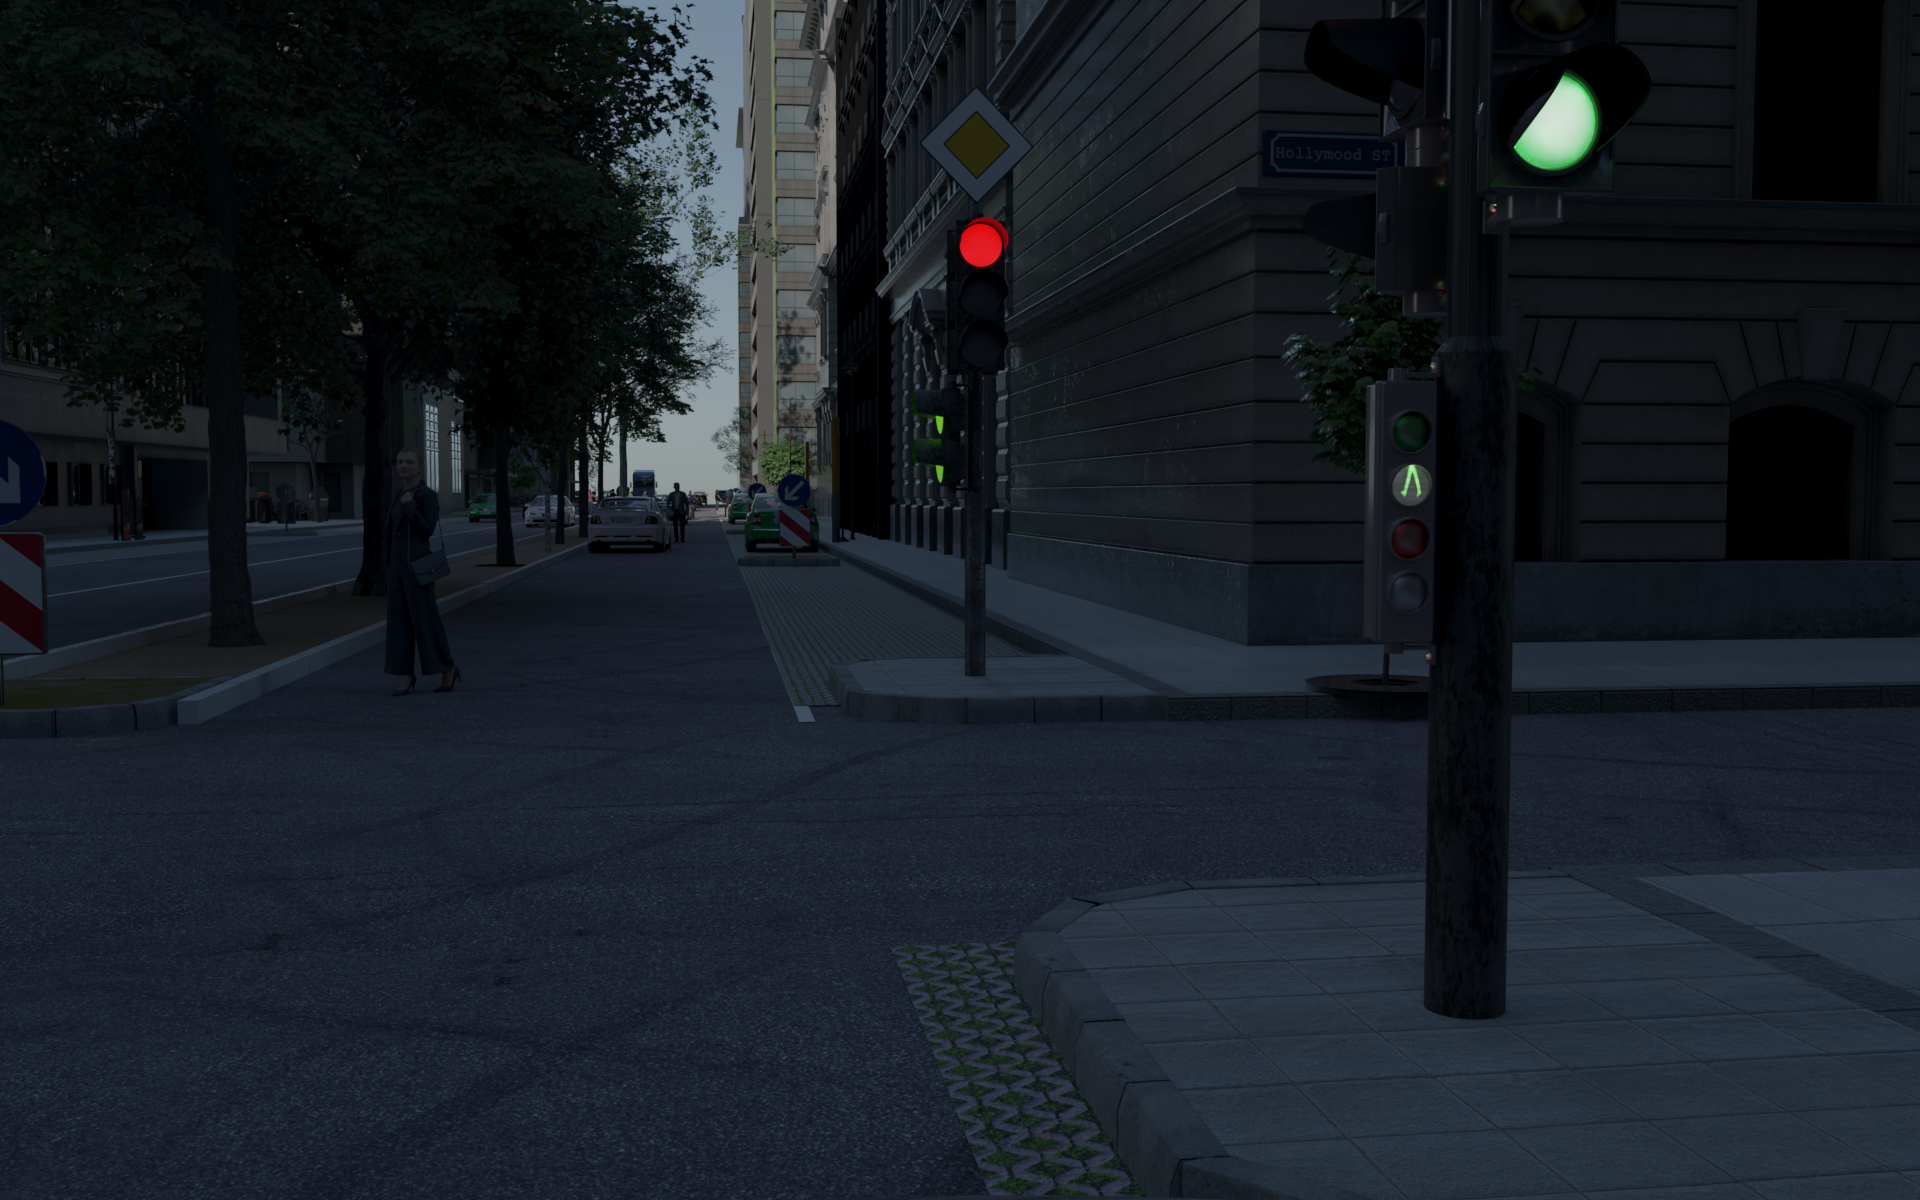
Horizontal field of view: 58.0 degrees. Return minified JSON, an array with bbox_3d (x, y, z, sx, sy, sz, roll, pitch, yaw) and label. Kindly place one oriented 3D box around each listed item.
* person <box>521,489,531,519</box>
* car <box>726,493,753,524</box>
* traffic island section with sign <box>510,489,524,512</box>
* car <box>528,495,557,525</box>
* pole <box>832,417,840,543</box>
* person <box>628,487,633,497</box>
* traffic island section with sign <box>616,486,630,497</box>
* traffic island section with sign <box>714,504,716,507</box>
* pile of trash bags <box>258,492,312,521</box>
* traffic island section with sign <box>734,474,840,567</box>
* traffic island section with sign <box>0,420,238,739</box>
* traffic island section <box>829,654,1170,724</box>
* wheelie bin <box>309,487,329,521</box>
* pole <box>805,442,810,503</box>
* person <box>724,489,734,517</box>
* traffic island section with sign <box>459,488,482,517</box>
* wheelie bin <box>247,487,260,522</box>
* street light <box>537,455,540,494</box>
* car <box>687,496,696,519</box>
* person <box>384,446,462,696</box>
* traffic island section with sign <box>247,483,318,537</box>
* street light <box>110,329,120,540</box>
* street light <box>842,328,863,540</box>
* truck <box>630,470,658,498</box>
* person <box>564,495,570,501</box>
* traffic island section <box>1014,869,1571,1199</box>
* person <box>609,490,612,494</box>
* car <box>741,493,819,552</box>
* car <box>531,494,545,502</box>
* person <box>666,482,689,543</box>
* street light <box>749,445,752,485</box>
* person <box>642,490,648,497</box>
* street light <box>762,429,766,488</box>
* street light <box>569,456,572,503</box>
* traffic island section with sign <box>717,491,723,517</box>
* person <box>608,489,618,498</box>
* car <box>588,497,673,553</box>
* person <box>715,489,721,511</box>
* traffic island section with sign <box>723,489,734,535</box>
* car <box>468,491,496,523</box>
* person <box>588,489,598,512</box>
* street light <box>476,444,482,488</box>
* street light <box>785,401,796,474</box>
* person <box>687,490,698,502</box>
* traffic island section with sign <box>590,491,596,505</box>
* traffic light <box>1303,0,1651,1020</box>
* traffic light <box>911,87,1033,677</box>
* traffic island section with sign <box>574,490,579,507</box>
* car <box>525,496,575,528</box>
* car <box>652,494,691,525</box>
[{"bbox_3d":[-25.281,-5.624,100.998,0.990,1.755,0.434,3,5,40],"label":"person"},{"bbox_3d":[-10.186,-4.538,83.000,1.959,1.807,4.718,-1,4,-10],"label":"car"},{"bbox_3d":[-34.005,-7.721,134.873,1.989,1.847,2.006,-1,4,-8],"label":"traffic island section with sign"},{"bbox_3d":[-19.593,-4.332,82.827,2.014,1.417,4.499,-1,4,-10],"label":"car"},{"bbox_3d":[-3.272,-3.171,45.687,0.158,3.312,0.155,0,3,0],"label":"pole"},{"bbox_3d":[-17.823,-5.158,92.849,1.348,1.823,0.705,3,5,41],"label":"person"},{"bbox_3d":[-16.665,-4.726,85.406,2.006,1.907,1.989,-1,4,-8],"label":"traffic island section with sign"},{"bbox_3d":[-18.292,-7.879,137.448,1.989,1.847,2.006,-1,4,-8],"label":"traffic island section with sign"},{"bbox_3d":[-32.276,-4.426,82.115,1.912,1.369,3.447,1,4,9],"label":"pile of trash bags"},{"bbox_3d":[-3.478,-1.605,34.868,1.989,1.847,2.006,-1,4,-8],"label":"traffic island section with sign"},{"bbox_3d":[-5.916,-0.177,11.038,2.006,1.907,1.989,-1,4,-8],"label":"traffic island section with sign"},{"bbox_3d":[0.130,0.614,12.250,2.009,0.180,2.903,-1,4,-8],"label":"traffic island section"},{"bbox_3d":[-30.083,-4.482,81.187,0.693,1.594,0.980,1,4,21],"label":"wheelie bin"},{"bbox_3d":[-5.931,-4.491,67.277,0.158,3.312,0.155,0,3,0],"label":"pole"},{"bbox_3d":[-14.299,-5.998,107.010,0.683,1.767,0.568,-1,4,-15],"label":"person"},{"bbox_3d":[-30.129,-6.081,108.050,1.989,1.847,2.006,-1,4,-8],"label":"traffic island section with sign"},{"bbox_3d":[-32.181,-4.319,78.521,0.980,1.594,0.693,0,4,-3],"label":"wheelie bin"},{"bbox_3d":[-40.769,-11.930,167.835,0.468,5.910,1.993,-1,4,-8],"label":"street light"},{"bbox_3d":[-16.516,-5.459,101.839,1.945,1.354,3.894,0,4,-7],"label":"car"},{"bbox_3d":[-3.913,-0.216,12.448,0.576,1.772,0.534,1,4,16],"label":"person"},{"bbox_3d":[-23.044,-3.084,59.048,1.989,1.847,2.006,-1,4,-8],"label":"traffic island section with sign"},{"bbox_3d":[-23.480,-4.601,48.012,0.468,5.910,1.993,-1,4,-8],"label":"street light"},{"bbox_3d":[-3.010,-4.624,48.396,0.468,5.910,1.993,-1,4,-8],"label":"street light"},{"bbox_3d":[-35.787,-12.708,197.532,2.967,4.110,18.799,-1,4,-8],"label":"truck"},{"bbox_3d":[-30.462,-7.569,132.330,0.705,1.814,1.350,3,5,44],"label":"person"},{"bbox_3d":[1.271,1.097,4.346,2.009,0.180,2.903,-1,4,-8],"label":"traffic island section"},{"bbox_3d":[-31.450,-9.017,155.920,0.705,1.826,1.348,-1,4,-20],"label":"person"},{"bbox_3d":[-4.552,-2.145,43.865,1.959,1.807,4.718,0,4,-8],"label":"car"},{"bbox_3d":[-35.414,-8.343,146.195,2.009,1.686,4.222,-1,4,-8],"label":"car"},{"bbox_3d":[-8.252,-2.557,50.699,0.661,1.777,0.834,-1,4,-14],"label":"person"},{"bbox_3d":[-19.535,-11.559,161.771,0.468,5.910,1.993,-1,4,-8],"label":"street light"},{"bbox_3d":[-21.555,-6.675,118.552,0.530,1.710,0.541,-1,4,-17],"label":"person"},{"bbox_3d":[-13.974,-9.252,124.057,0.468,5.910,1.993,-1,4,-8],"label":"street light"},{"bbox_3d":[-46.299,-14.259,205.928,0.468,5.910,1.993,-1,4,-8],"label":"street light"},{"bbox_3d":[-14.375,-6.223,110.378,1.989,1.847,2.006,-1,4,-8],"label":"traffic island section with sign"},{"bbox_3d":[-28.353,-8.158,141.519,0.705,1.869,1.348,3,5,39],"label":"person"},{"bbox_3d":[-8.339,-1.927,43.873,2.083,1.381,4.827,0,4,-6],"label":"car"},{"bbox_3d":[-20.405,-8.395,145.769,0.705,1.822,1.348,-2,4,-29],"label":"person"},{"bbox_3d":[-7.326,-3.237,61.549,1.989,1.847,2.006,-1,4,-8],"label":"traffic island section with sign"},{"bbox_3d":[-23.993,-4.865,88.331,1.959,1.807,4.718,-1,4,-10],"label":"car"},{"bbox_3d":[-24.668,-6.507,115.616,1.217,1.743,0.721,0,4,-1],"label":"person"},{"bbox_3d":[-34.406,-9.231,123.720,0.468,5.910,1.993,-1,4,-8],"label":"street light"},{"bbox_3d":[-8.426,-6.932,86.130,0.468,5.910,1.993,-1,4,-8],"label":"street light"},{"bbox_3d":[-22.026,-8.115,141.892,1.217,1.735,0.721,-3,5,-41],"label":"person"},{"bbox_3d":[-45.908,-12.767,217.359,1.989,1.847,2.006,-1,4,-8],"label":"traffic island section with sign"},{"bbox_3d":[-0.828,-1.781,3.788,4.771,5.953,1.251,-1,4,-8],"label":"traffic light"},{"bbox_3d":[0.088,-1.420,12.130,0.839,4.253,0.868,-1,4,-8],"label":"traffic light"},{"bbox_3d":[-42.069,-11.135,190.678,1.989,1.847,2.006,-1,4,-8],"label":"traffic island section with sign"},{"bbox_3d":[-17.916,-3.881,75.816,2.083,1.381,4.827,0,4,-8],"label":"car"},{"bbox_3d":[-13.684,-4.232,80.985,2.131,1.459,4.920,0,4,-7],"label":"car"}]
